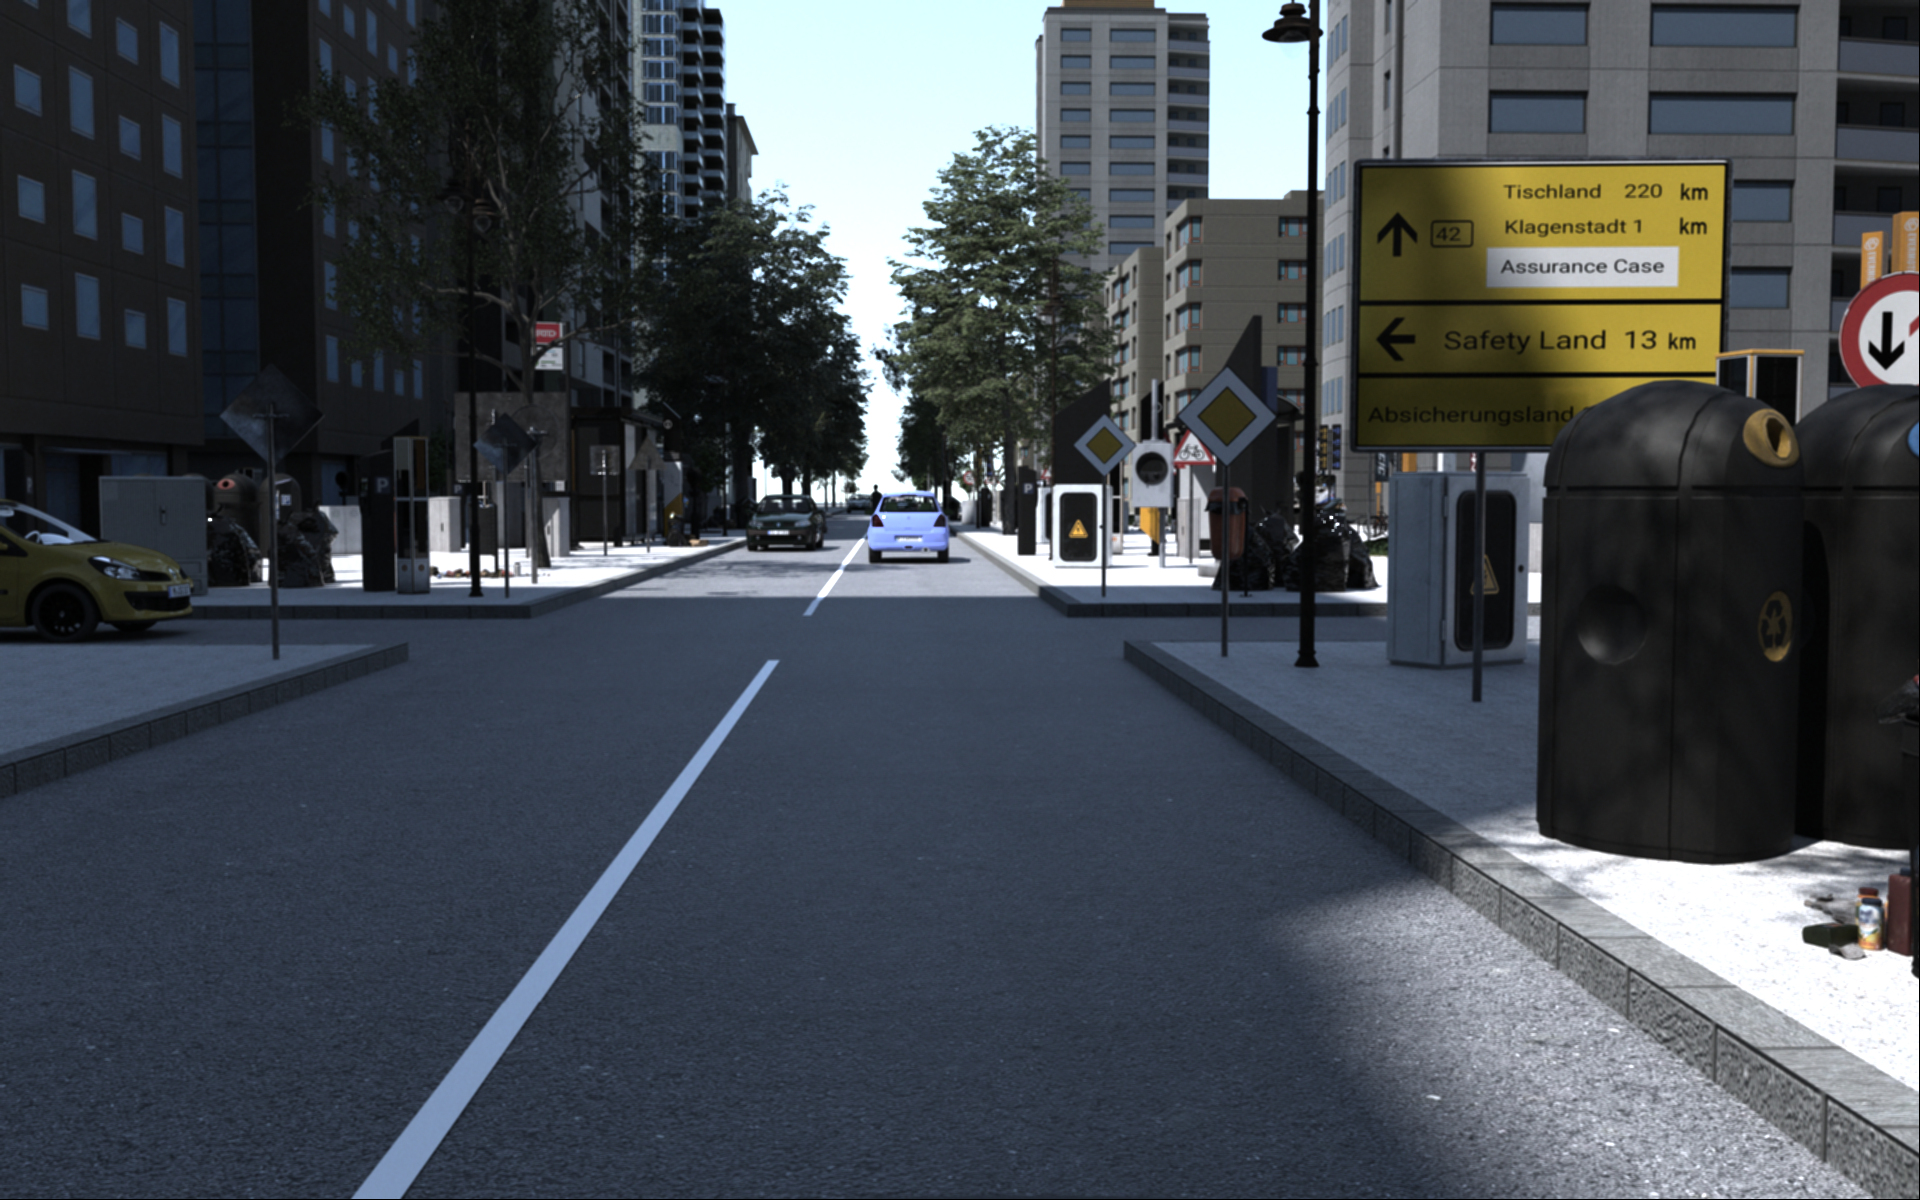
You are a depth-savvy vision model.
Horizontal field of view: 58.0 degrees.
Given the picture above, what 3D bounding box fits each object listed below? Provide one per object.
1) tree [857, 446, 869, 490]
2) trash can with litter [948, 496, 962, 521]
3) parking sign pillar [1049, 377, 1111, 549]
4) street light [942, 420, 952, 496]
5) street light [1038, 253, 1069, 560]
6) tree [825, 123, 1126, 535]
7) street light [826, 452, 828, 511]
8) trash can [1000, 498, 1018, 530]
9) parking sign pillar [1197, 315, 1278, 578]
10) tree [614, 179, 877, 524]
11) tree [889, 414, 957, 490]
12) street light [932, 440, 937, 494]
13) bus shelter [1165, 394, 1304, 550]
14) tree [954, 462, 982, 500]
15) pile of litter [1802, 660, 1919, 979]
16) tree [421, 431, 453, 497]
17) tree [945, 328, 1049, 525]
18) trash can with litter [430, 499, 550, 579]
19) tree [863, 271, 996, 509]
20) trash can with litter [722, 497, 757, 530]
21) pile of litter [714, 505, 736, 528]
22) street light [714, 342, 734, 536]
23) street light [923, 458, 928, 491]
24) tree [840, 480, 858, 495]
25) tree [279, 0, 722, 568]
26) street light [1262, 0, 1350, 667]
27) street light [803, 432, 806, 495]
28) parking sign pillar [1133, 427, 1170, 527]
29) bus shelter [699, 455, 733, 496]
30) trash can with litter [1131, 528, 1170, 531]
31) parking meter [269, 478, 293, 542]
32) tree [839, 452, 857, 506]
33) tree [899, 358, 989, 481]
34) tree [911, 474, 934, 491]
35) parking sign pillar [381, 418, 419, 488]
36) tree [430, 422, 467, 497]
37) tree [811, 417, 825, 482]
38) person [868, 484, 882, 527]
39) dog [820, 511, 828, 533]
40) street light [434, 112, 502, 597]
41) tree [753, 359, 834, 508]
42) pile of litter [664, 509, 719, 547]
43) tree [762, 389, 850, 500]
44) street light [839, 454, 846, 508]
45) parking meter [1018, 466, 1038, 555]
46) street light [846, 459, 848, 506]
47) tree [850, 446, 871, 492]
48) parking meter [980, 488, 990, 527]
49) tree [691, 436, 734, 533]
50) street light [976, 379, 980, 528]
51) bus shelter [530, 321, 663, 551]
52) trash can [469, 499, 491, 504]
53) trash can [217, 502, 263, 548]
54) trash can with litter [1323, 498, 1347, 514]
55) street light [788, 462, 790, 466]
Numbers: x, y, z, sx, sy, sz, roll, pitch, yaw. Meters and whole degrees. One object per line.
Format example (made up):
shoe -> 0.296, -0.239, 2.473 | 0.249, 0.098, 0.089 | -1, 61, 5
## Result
tree -> -12.220, -14.454, 186.677 | 4.737, 8.622, 4.395 | 0, 3, 0
trash can with litter -> -0.063, -4.372, 82.869 | 1.055, 1.170, 0.624 | 2, 4, 32
parking sign pillar -> 2.792, -3.148, 39.949 | 1.447, 3.967, 1.447 | 0, 4, -6
street light -> -0.943, -8.400, 110.121 | 0.468, 5.910, 1.993 | 0, 4, -2
street light -> 1.803, -3.712, 33.474 | 0.468, 5.910, 1.993 | 0, 4, -2
tree -> 1.133, -8.315, 54.084 | 7.486, 12.596, 7.792 | 0, 3, 0
street light -> -9.979, -9.587, 129.541 | 0.468, 5.910, 1.993 | 0, 4, -2
trash can -> 1.815, -3.085, 62.090 | 0.748, 1.137, 0.748 | 0, 3, 0
parking sign pillar -> 4.429, -2.349, 26.874 | 1.447, 3.967, 1.447 | -1, 4, -16
tree -> -9.003, -10.006, 70.248 | 9.857, 13.997, 8.962 | 0, 3, 0
tree -> -4.560, -19.239, 231.561 | 9.611, 12.733, 9.660 | 0, 3, 0
street light -> -2.055, -10.309, 141.341 | 0.468, 5.910, 1.993 | 0, 4, -2
bus shelter -> 5.792, -2.627, 36.872 | 2.014, 3.302, 5.546 | 0, 4, -2
tree -> 0.634, -6.616, 102.767 | 1.663, 3.219, 1.824 | 0, 3, 0
pile of litter -> 2.943, 0.573, 4.602 | 1.176, 0.858, 1.719 | 1, 4, 11
tree -> -16.358, -3.571, 52.988 | 1.663, 3.219, 1.824 | 0, 3, 0
tree -> 1.664, -7.412, 71.545 | 4.737, 8.622, 4.395 | 0, 3, 0
trash can with litter -> -7.674, -0.977, 27.038 | 2.233, 1.210, 1.678 | 2, 4, 25
tree -> -2.262, -17.976, 149.803 | 12.611, 20.169, 13.585 | 0, 3, 0
trash can with litter -> -8.030, -3.133, 62.618 | 0.624, 1.170, 1.055 | 3, 5, 44
pile of litter -> -8.904, -3.159, 65.612 | 1.176, 0.858, 1.719 | 3, 4, 38
street light -> -7.179, -4.889, 52.726 | 0.468, 5.910, 1.993 | 0, 4, -2
street light -> -4.055, -13.459, 192.839 | 0.468, 5.910, 1.993 | 0, 4, -2
tree -> -14.840, -14.421, 230.389 | 1.663, 3.219, 1.824 | 0, 3, 0
tree -> -7.604, -5.833, 29.790 | 7.601, 10.594, 8.767 | 0, 4, -4
street light -> 2.583, -2.443, 12.724 | 0.468, 5.910, 1.993 | 0, 4, -2
street light -> -8.818, -7.659, 98.014 | 0.468, 5.910, 1.993 | 0, 4, -2
parking sign pillar -> 7.481, -4.841, 67.625 | 1.447, 3.967, 1.447 | 0, 4, 5
bus shelter -> -12.426, -5.595, 85.395 | 2.014, 3.302, 5.546 | 0, 4, -2
trash can with litter -> 6.894, -3.066, 61.191 | 1.678, 1.210, 2.233 | 1, 4, 21
parking meter -> -10.930, -1.192, 27.898 | 0.372, 1.533, 0.369 | 0, 3, 0
tree -> -12.348, -12.552, 155.592 | 4.737, 8.622, 4.395 | 0, 3, 0
tree -> -0.615, -12.220, 125.556 | 9.928, 11.665, 9.643 | 0, 3, 0
tree -> -4.684, -14.356, 218.428 | 4.285, 4.588, 4.351 | 0, 3, 0
parking sign pillar -> -19.798, -4.449, 61.212 | 1.447, 3.967, 1.447 | -2, 4, -33
tree -> -23.482, -5.772, 78.090 | 4.285, 4.588, 4.351 | 0, 3, 0
tree -> -12.358, -15.624, 173.580 | 7.486, 12.596, 7.792 | 0, 3, 0
person -> -3.634, -4.017, 73.963 | 0.659, 1.850, 0.755 | -3, 4, -38
dog -> -5.121, -2.860, 63.595 | 0.513, 0.831, 0.800 | 2, 4, 30
street light -> -6.058, -2.980, 21.506 | 0.468, 5.910, 1.993 | 0, 4, -2
tree -> -9.442, -8.737, 93.204 | 4.737, 8.622, 4.395 | 0, 3, 0
pile of litter -> -6.723, -1.746, 42.511 | 1.176, 0.858, 1.719 | 0, 4, 2
tree -> -9.678, -9.394, 103.951 | 4.360, 8.622, 3.978 | 0, 3, 0
street light -> -11.063, -11.505, 160.893 | 0.468, 5.910, 1.993 | 0, 4, -2
parking meter -> 1.418, -1.868, 36.253 | 0.399, 1.863, 0.255 | -1, 4, -8
street light -> -11.862, -12.743, 181.138 | 0.468, 5.910, 1.993 | 0, 4, -2
tree -> -12.321, -14.911, 194.153 | 4.360, 8.622, 3.978 | 0, 3, 0
parking meter -> 0.987, -3.629, 67.749 | 0.372, 1.533, 0.369 | 0, 3, 0
tree -> -8.277, -3.839, 57.362 | 1.663, 3.219, 1.824 | 0, 3, 0
street light -> 0.677, -5.621, 64.693 | 0.468, 5.910, 1.993 | 0, 4, -2
bus shelter -> -8.970, -3.993, 42.912 | 2.179, 5.291, 8.768 | 0, 4, -2
trash can -> -13.919, -2.377, 50.517 | 0.748, 1.137, 0.748 | 0, 3, 0
trash can -> -12.617, -1.145, 30.378 | 0.748, 1.137, 0.748 | 0, 3, 0
trash can with litter -> 10.900, -2.449, 51.433 | 1.055, 1.170, 0.624 | -1, 4, -16
street light -> -8.370, -6.850, 84.793 | 0.468, 5.910, 1.993 | 0, 4, -2
